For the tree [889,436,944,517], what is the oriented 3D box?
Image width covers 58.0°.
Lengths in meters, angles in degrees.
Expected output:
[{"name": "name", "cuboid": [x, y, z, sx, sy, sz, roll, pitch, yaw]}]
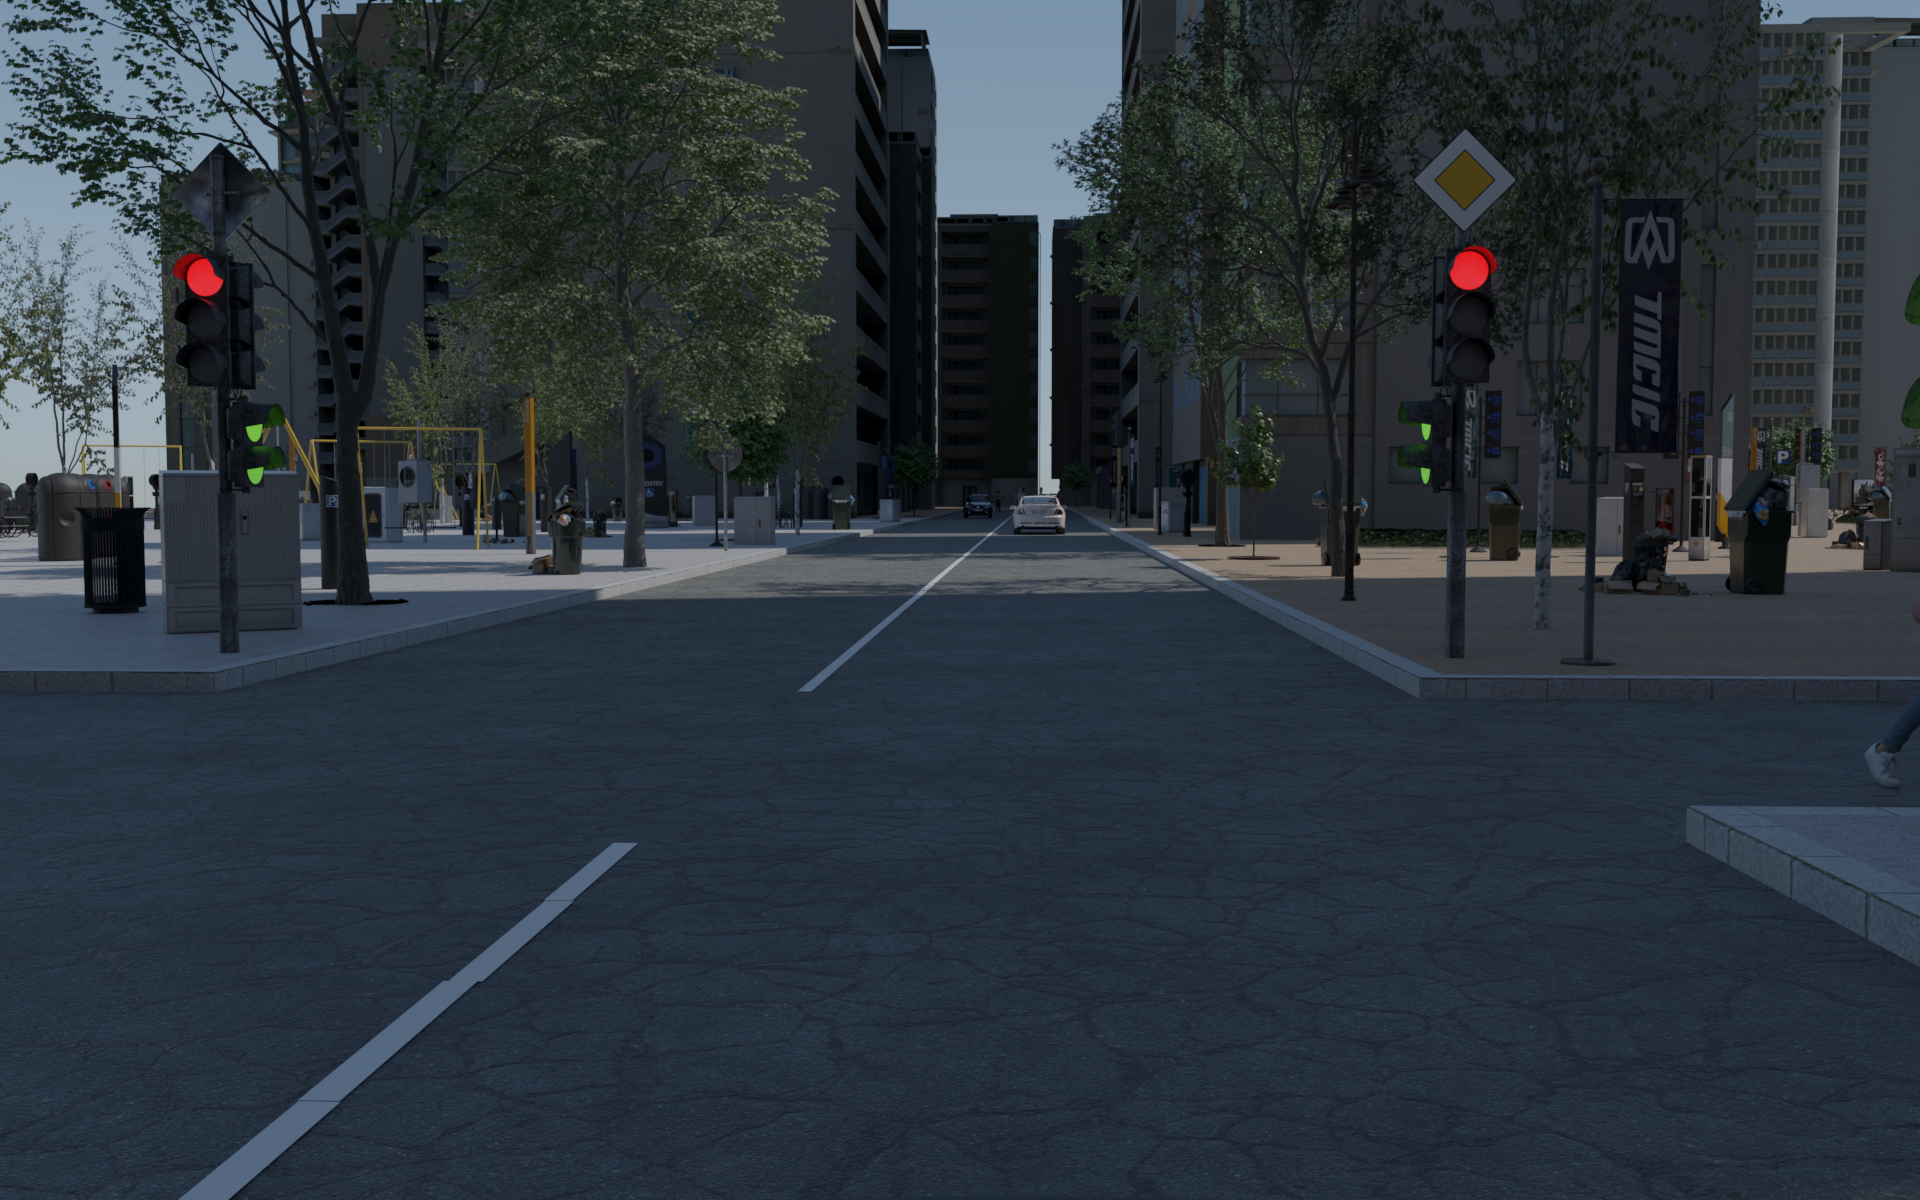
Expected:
[{"name": "tree", "cuboid": [-2.623, -6.988, 97.968, 4.285, 4.588, 4.351, 0, 3, 0]}]

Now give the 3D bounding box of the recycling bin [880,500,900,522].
[{"name": "recycling bin", "cuboid": [-3.211, -4.102, 79.616, 0.722, 1.027, 0.722, 2, 4, 28]}]

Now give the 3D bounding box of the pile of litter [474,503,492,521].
[{"name": "pile of litter", "cuboid": [-22.272, -4.111, 81.182, 1.719, 0.858, 1.176, 2, 4, 30]}]

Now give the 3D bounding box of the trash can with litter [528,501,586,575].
[{"name": "trash can with litter", "cuboid": [-6.485, -0.996, 27.669, 1.055, 1.170, 0.624, 2, 4, 33]}]

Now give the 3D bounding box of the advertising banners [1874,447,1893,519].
[{"name": "advertising banners", "cuboid": [34.545, -4.131, 63.724, 0.090, 3.025, 2.074, -2, 4, -28]}]

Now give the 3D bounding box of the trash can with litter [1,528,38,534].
[{"name": "trash can with litter", "cuboid": [-30.438, -2.744, 55.928, 2.233, 1.210, 1.678, 0, 4, 7]}]

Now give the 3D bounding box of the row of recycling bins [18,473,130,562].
[{"name": "row of recycling bins", "cuboid": [-17.489, -1.678, 34.546, 1.069, 1.692, 3.534, -1, 4, -9]}]

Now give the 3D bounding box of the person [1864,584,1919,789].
[{"name": "person", "cuboid": [4.716, 0.050, 8.363, 0.598, 1.740, 0.731, 3, 5, 39]}]

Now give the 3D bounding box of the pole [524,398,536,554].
[{"name": "pole", "cuboid": [-9.154, -2.631, 36.867, 0.158, 3.312, 0.155, 0, 3, 0]}]

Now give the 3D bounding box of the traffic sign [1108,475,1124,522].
[{"name": "traffic sign", "cuboid": [7.333, -4.942, 80.803, 0.884, 2.594, 0.081, 1, 4, 11]}]

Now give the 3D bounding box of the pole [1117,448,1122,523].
[{"name": "pole", "cuboid": [7.108, -5.099, 77.206, 0.158, 3.312, 0.155, 0, 3, 0]}]

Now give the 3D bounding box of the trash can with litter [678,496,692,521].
[{"name": "trash can with litter", "cuboid": [-12.704, -4.352, 82.218, 2.233, 1.210, 1.678, 2, 4, 30]}]

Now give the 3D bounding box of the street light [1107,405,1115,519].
[{"name": "street light", "cuboid": [7.673, -7.057, 88.170, 0.468, 5.910, 1.993, 0, 4, 3]}]

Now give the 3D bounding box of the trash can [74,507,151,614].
[{"name": "trash can", "cuboid": [-9.147, -0.433, 18.734, 0.748, 1.137, 0.748, 0, 3, 0]}]

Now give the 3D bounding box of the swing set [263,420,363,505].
[{"name": "swing set", "cuboid": [-13.339, -2.220, 33.910, 2.862, 2.851, 3.119, -1, 4, -21]}]

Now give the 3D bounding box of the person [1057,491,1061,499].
[{"name": "person", "cuboid": [9.213, -9.306, 161.329, 0.621, 1.740, 0.551, -1, 4, -9]}]

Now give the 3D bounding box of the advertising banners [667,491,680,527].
[{"name": "advertising banners", "cuboid": [-11.805, -4.343, 67.200, 2.074, 3.025, 0.090, 1, 4, 21]}]

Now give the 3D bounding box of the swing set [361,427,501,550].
[{"name": "swing set", "cuboid": [-12.557, -2.633, 40.672, 3.119, 2.851, 2.862, -1, 4, -10]}]

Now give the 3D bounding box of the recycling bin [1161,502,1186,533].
[{"name": "recycling bin", "cuboid": [7.143, -2.779, 57.997, 0.722, 1.027, 0.722, -1, 4, -20]}]

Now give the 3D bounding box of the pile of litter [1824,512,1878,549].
[{"name": "pile of litter", "cuboid": [21.142, -1.613, 40.335, 1.719, 0.858, 1.176, 3, 5, 40]}]

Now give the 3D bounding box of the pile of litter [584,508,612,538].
[{"name": "pile of litter", "cuboid": [-10.949, -2.296, 51.512, 1.176, 0.858, 1.719, 0, 4, -8]}]

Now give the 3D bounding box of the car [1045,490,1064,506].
[{"name": "car", "cuboid": [7.534, -8.235, 143.686, 2.155, 1.783, 4.494, 0, 4, 4]}]

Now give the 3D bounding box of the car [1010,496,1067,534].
[{"name": "car", "cuboid": [2.856, -3.090, 62.890, 2.083, 1.381, 4.827, 0, 4, 1]}]

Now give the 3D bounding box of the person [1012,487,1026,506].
[{"name": "person", "cuboid": [2.789, -4.511, 82.615, 0.716, 1.782, 0.532, 3, 5, 40]}]

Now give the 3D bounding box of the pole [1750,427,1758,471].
[{"name": "pole", "cuboid": [24.212, -3.612, 52.891, 0.158, 3.312, 0.155, 0, 3, 0]}]

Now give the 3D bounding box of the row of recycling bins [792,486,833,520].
[{"name": "row of recycling bins", "cuboid": [-7.201, -4.915, 87.476, 3.534, 1.692, 1.069, 3, 5, 44]}]

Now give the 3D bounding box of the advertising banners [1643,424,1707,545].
[{"name": "advertising banners", "cuboid": [17.847, -2.917, 43.880, 0.090, 3.025, 2.074, -3, 5, -45]}]

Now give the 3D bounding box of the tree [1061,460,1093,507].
[{"name": "tree", "cuboid": [11.176, -11.148, 165.984, 4.285, 4.588, 4.351, 0, 3, 0]}]

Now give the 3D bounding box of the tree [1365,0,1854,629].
[{"name": "tree", "cuboid": [5.782, -4.027, 16.198, 4.360, 8.622, 3.978, 0, 3, 0]}]

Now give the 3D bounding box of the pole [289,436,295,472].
[{"name": "pole", "cuboid": [-23.422, -4.095, 60.800, 0.158, 3.312, 0.155, 0, 3, 0]}]

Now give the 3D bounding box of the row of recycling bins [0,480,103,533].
[{"name": "row of recycling bins", "cuboid": [-32.883, -3.365, 62.123, 3.534, 1.692, 1.069, -1, 4, -21]}]

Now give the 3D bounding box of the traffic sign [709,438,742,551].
[{"name": "traffic sign", "cuboid": [-5.278, -2.377, 38.964, 0.768, 2.556, 0.104, 0, 4, 6]}]

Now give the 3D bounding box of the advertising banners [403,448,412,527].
[{"name": "advertising banners", "cuboid": [-20.847, -4.196, 64.788, 0.090, 3.025, 2.074, 0, 4, 6]}]

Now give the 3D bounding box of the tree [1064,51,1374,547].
[{"name": "tree", "cuboid": [6.226, -7.104, 41.902, 9.928, 11.665, 9.643, 0, 3, 0]}]

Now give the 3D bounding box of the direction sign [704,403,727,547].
[{"name": "direction sign", "cuboid": [-5.949, -3.075, 42.266, 0.379, 3.537, 0.876, -3, 5, -45]}]

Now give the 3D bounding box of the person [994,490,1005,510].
[{"name": "person", "cuboid": [3.243, -8.405, 146.650, 1.217, 1.736, 0.721, -1, 4, -9]}]

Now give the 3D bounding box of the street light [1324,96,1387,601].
[{"name": "street light", "cuboid": [4.683, -2.929, 20.673, 0.468, 5.910, 1.993, 0, 4, 3]}]

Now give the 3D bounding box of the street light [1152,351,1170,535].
[{"name": "street light", "cuboid": [6.271, -4.979, 54.187, 0.468, 5.910, 1.993, 0, 4, 3]}]

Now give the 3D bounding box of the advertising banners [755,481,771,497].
[{"name": "advertising banners", "cuboid": [-9.649, -5.450, 85.299, 0.090, 3.025, 2.074, 1, 4, 16]}]

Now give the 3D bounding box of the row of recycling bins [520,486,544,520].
[{"name": "row of recycling bins", "cuboid": [-21.431, -4.854, 86.470, 1.069, 1.692, 3.534, 0, 4, 7]}]

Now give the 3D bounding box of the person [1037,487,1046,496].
[{"name": "person", "cuboid": [3.690, -4.030, 75.056, 0.731, 1.740, 0.598, -3, 5, -40]}]

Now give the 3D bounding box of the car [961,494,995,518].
[{"name": "car", "cuboid": [1.090, -5.758, 103.936, 2.009, 1.686, 4.222, 0, 4, 1]}]

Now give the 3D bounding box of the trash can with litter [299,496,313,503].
[{"name": "trash can with litter", "cuboid": [-26.285, -3.511, 68.467, 2.233, 1.210, 1.678, -3, 5, -43]}]

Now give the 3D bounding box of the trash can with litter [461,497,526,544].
[{"name": "trash can with litter", "cuboid": [-12.247, -2.097, 45.338, 1.678, 1.210, 2.233, -1, 4, -14]}]

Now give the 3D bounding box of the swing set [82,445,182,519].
[{"name": "swing set", "cuboid": [-26.566, -3.533, 55.378, 3.119, 2.851, 2.862, -2, 4, -23]}]

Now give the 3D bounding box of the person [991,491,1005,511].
[{"name": "person", "cuboid": [3.163, -8.314, 145.142, 1.217, 1.736, 0.721, -1, 4, -12]}]

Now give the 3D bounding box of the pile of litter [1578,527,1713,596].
[{"name": "pile of litter", "cuboid": [8.826, -0.514, 22.365, 1.176, 0.858, 1.719, -1, 4, -22]}]

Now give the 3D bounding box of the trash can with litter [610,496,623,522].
[{"name": "trash can with litter", "cuboid": [-15.900, -4.197, 80.013, 0.624, 1.170, 1.055, -1, 4, -17]}]

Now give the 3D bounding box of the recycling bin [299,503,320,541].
[{"name": "recycling bin", "cuboid": [-17.919, -2.162, 47.896, 0.722, 1.027, 0.722, -3, 4, -36]}]
